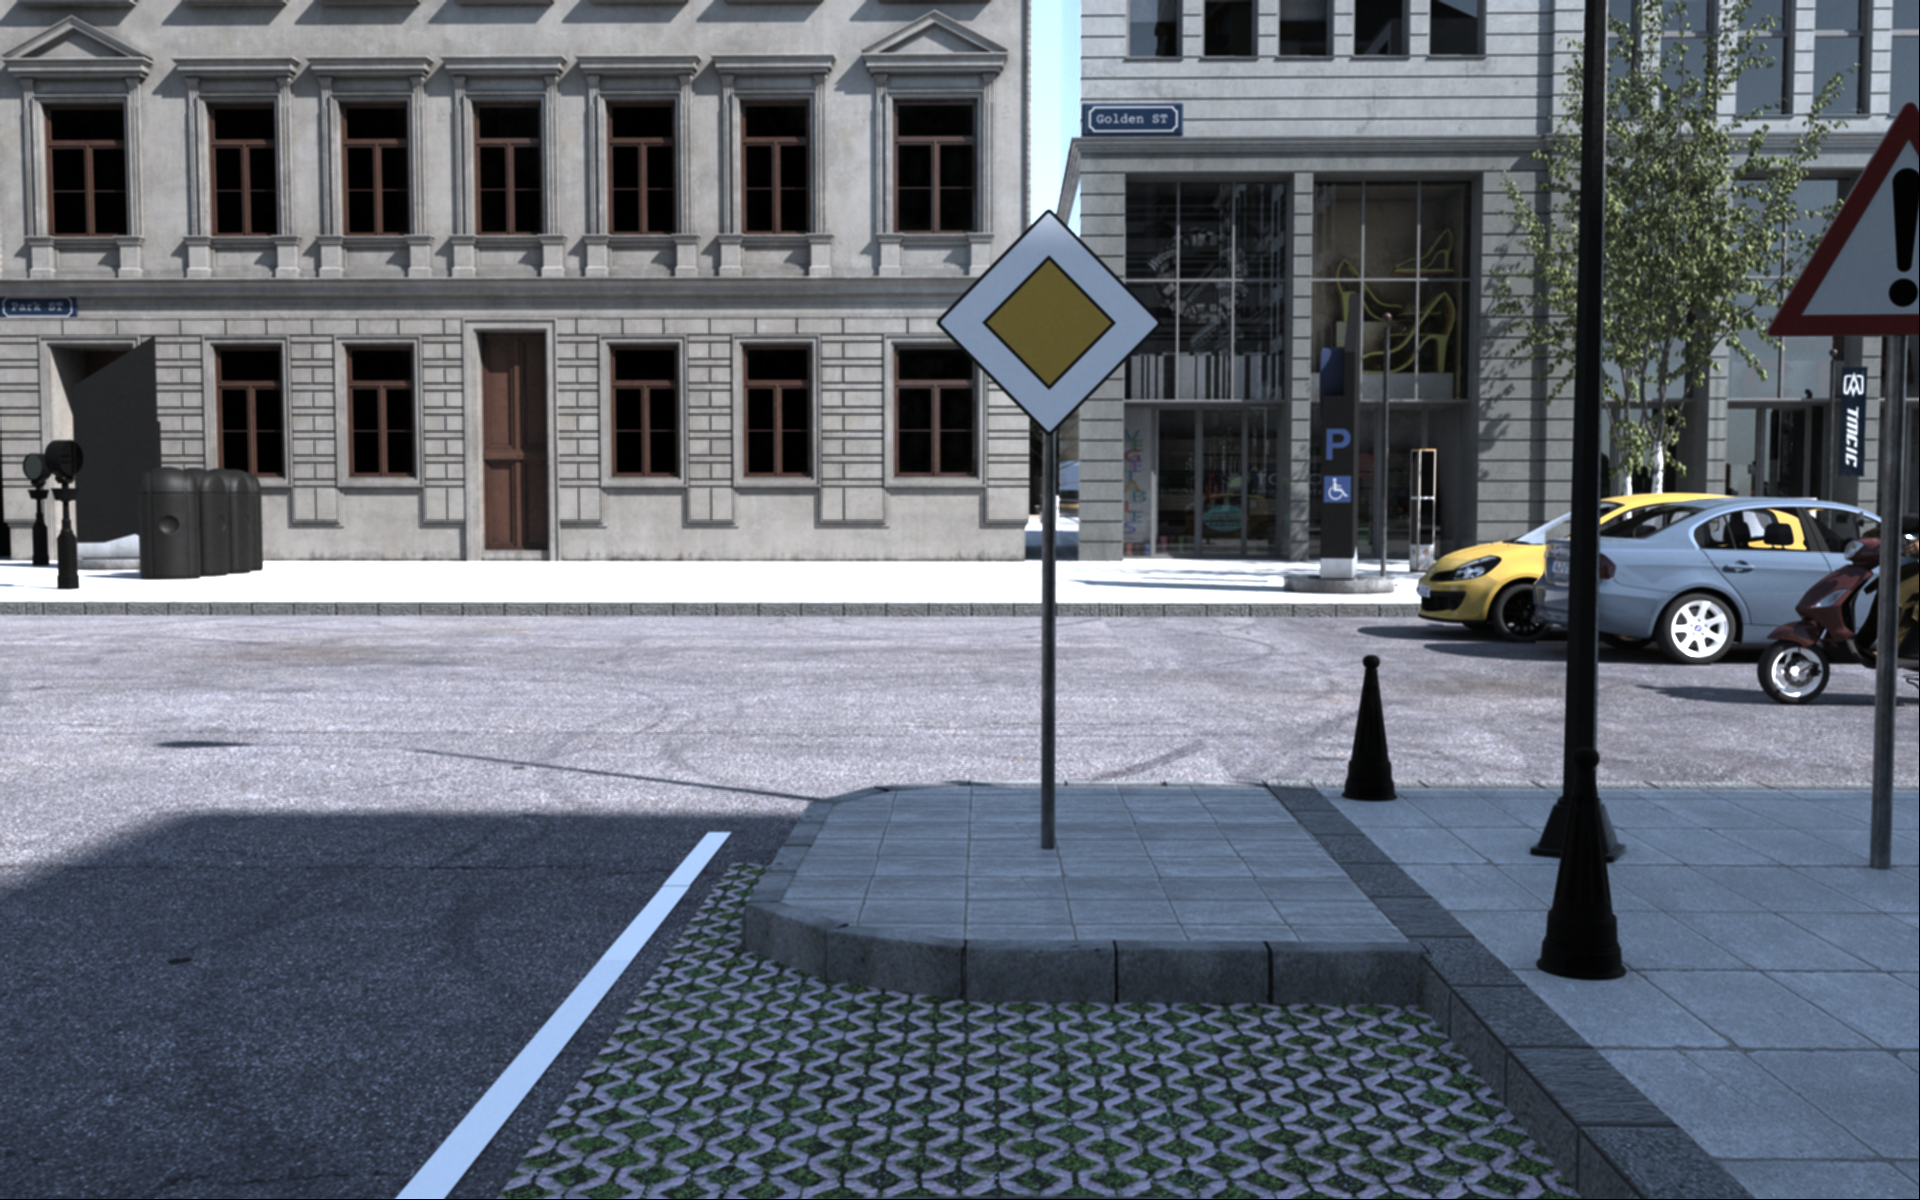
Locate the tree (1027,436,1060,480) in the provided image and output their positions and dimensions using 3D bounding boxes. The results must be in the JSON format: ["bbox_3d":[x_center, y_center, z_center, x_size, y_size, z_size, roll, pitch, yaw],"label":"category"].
[{"bbox_3d":[6.515,-15.344,161.241,12.009,13.543,11.850,0,3,0],"label":"tree"}]

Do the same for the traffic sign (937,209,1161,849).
[{"bbox_3d":[0.316,-0.157,6.213,0.795,2.450,0.064,0,4,1],"label":"traffic sign"}]

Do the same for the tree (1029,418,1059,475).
[{"bbox_3d":[5.293,-10.599,99.048,9.928,11.665,9.643,0,3,0],"label":"tree"}]

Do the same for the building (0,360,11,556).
[{"bbox_3d":[-27.550,-12.760,38.302,15.834,23.373,12.332,0,4,1],"label":"building"}]

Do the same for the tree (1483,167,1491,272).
[{"bbox_3d":[11.412,-4.872,30.021,4.737,8.622,4.395,0,3,0],"label":"tree"}]

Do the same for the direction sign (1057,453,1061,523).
[{"bbox_3d":[4.569,-5.243,77.726,0.379,3.537,0.876,-1,4,-13],"label":"direction sign"}]

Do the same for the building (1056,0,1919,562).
[{"bbox_3d":[17.096,-15.877,37.085,29.804,29.767,11.434,0,4,1],"label":"building"}]

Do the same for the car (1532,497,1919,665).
[{"bbox_3d":[7.441,-0.201,15.295,4.499,1.417,2.014,0,4,0],"label":"car"}]

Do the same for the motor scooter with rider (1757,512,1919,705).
[{"bbox_3d":[6.445,-0.171,11.765,1.986,1.779,0.876,0,4,3],"label":"motor scooter with rider"}]

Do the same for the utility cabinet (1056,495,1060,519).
[{"bbox_3d":[5.408,-4.972,92.447,1.020,1.237,0.306,1,4,11],"label":"utility cabinet"}]

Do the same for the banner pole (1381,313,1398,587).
[{"bbox_3d":[5.965,-2.093,24.232,0.401,3.779,0.863,1,4,18],"label":"banner pole"}]

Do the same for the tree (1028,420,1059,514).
[{"bbox_3d":[4.530,-11.549,110.876,6.751,12.117,7.091,0,3,0],"label":"tree"}]

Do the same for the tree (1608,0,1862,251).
[{"bbox_3d":[10.169,-4.534,24.500,4.737,8.622,4.395,0,3,0],"label":"tree"}]

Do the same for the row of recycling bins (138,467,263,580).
[{"bbox_3d":[-12.024,-1.255,27.637,1.069,1.692,3.534,0,4,-3],"label":"row of recycling bins"}]

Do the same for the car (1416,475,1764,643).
[{"bbox_3d":[6.653,-0.439,17.403,3.980,1.641,2.015,0,4,2],"label":"car"}]

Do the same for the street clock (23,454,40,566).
[{"bbox_3d":[-16.513,-1.620,31.058,0.471,2.002,0.358,1,4,21],"label":"street clock"}]

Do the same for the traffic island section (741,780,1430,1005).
[{"bbox_3d":[0.339,0.978,6.290,2.009,0.180,2.903,0,4,1],"label":"traffic island section"}]

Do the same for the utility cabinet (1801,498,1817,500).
[{"bbox_3d":[42.449,-4.583,86.091,1.020,1.237,0.306,2,4,32],"label":"utility cabinet"}]

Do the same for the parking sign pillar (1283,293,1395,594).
[{"bbox_3d":[5.006,-2.098,22.769,1.447,3.967,1.447,1,4,16],"label":"parking sign pillar"}]

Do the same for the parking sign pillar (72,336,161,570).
[{"bbox_3d":[-14.438,-2.522,29.700,1.447,3.967,1.447,-1,4,-15],"label":"parking sign pillar"}]

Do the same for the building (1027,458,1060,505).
[{"bbox_3d":[9.255,-21.982,204.440,28.899,21.520,27.650,0,4,1],"label":"building"}]

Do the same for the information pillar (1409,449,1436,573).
[{"bbox_3d":[7.570,-1.459,28.342,0.304,2.012,0.304,-1,4,-11],"label":"information pillar"}]

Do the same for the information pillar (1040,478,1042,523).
[{"bbox_3d":[3.749,-4.454,77.318,0.304,2.012,0.304,-1,4,-17],"label":"information pillar"}]

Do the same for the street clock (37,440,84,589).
[{"bbox_3d":[-12.044,-1.148,23.335,0.358,2.002,0.471,1,4,13],"label":"street clock"}]

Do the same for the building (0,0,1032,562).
[{"bbox_3d":[-8.388,-12.303,37.308,21.152,22.565,11.583,0,4,1],"label":"building"}]

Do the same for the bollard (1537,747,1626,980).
[{"bbox_3d":[1.678,0.696,4.664,0.229,0.601,0.229,0,3,0],"label":"bollard"}]

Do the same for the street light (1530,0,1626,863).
[{"bbox_3d":[1.673,-2.049,6.042,1.470,5.913,1.316,0,4,1],"label":"street light"}]

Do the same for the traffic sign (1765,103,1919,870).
[{"bbox_3d":[3.158,-0.359,5.869,0.884,2.594,0.081,0,4,3],"label":"traffic sign"}]

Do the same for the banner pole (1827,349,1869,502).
[{"bbox_3d":[15.297,-2.446,30.005,0.863,3.779,0.401,0,4,-5],"label":"banner pole"}]

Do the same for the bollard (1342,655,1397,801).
[{"bbox_3d":[1.736,0.533,7.325,0.229,0.601,0.229,0,3,0],"label":"bollard"}]
